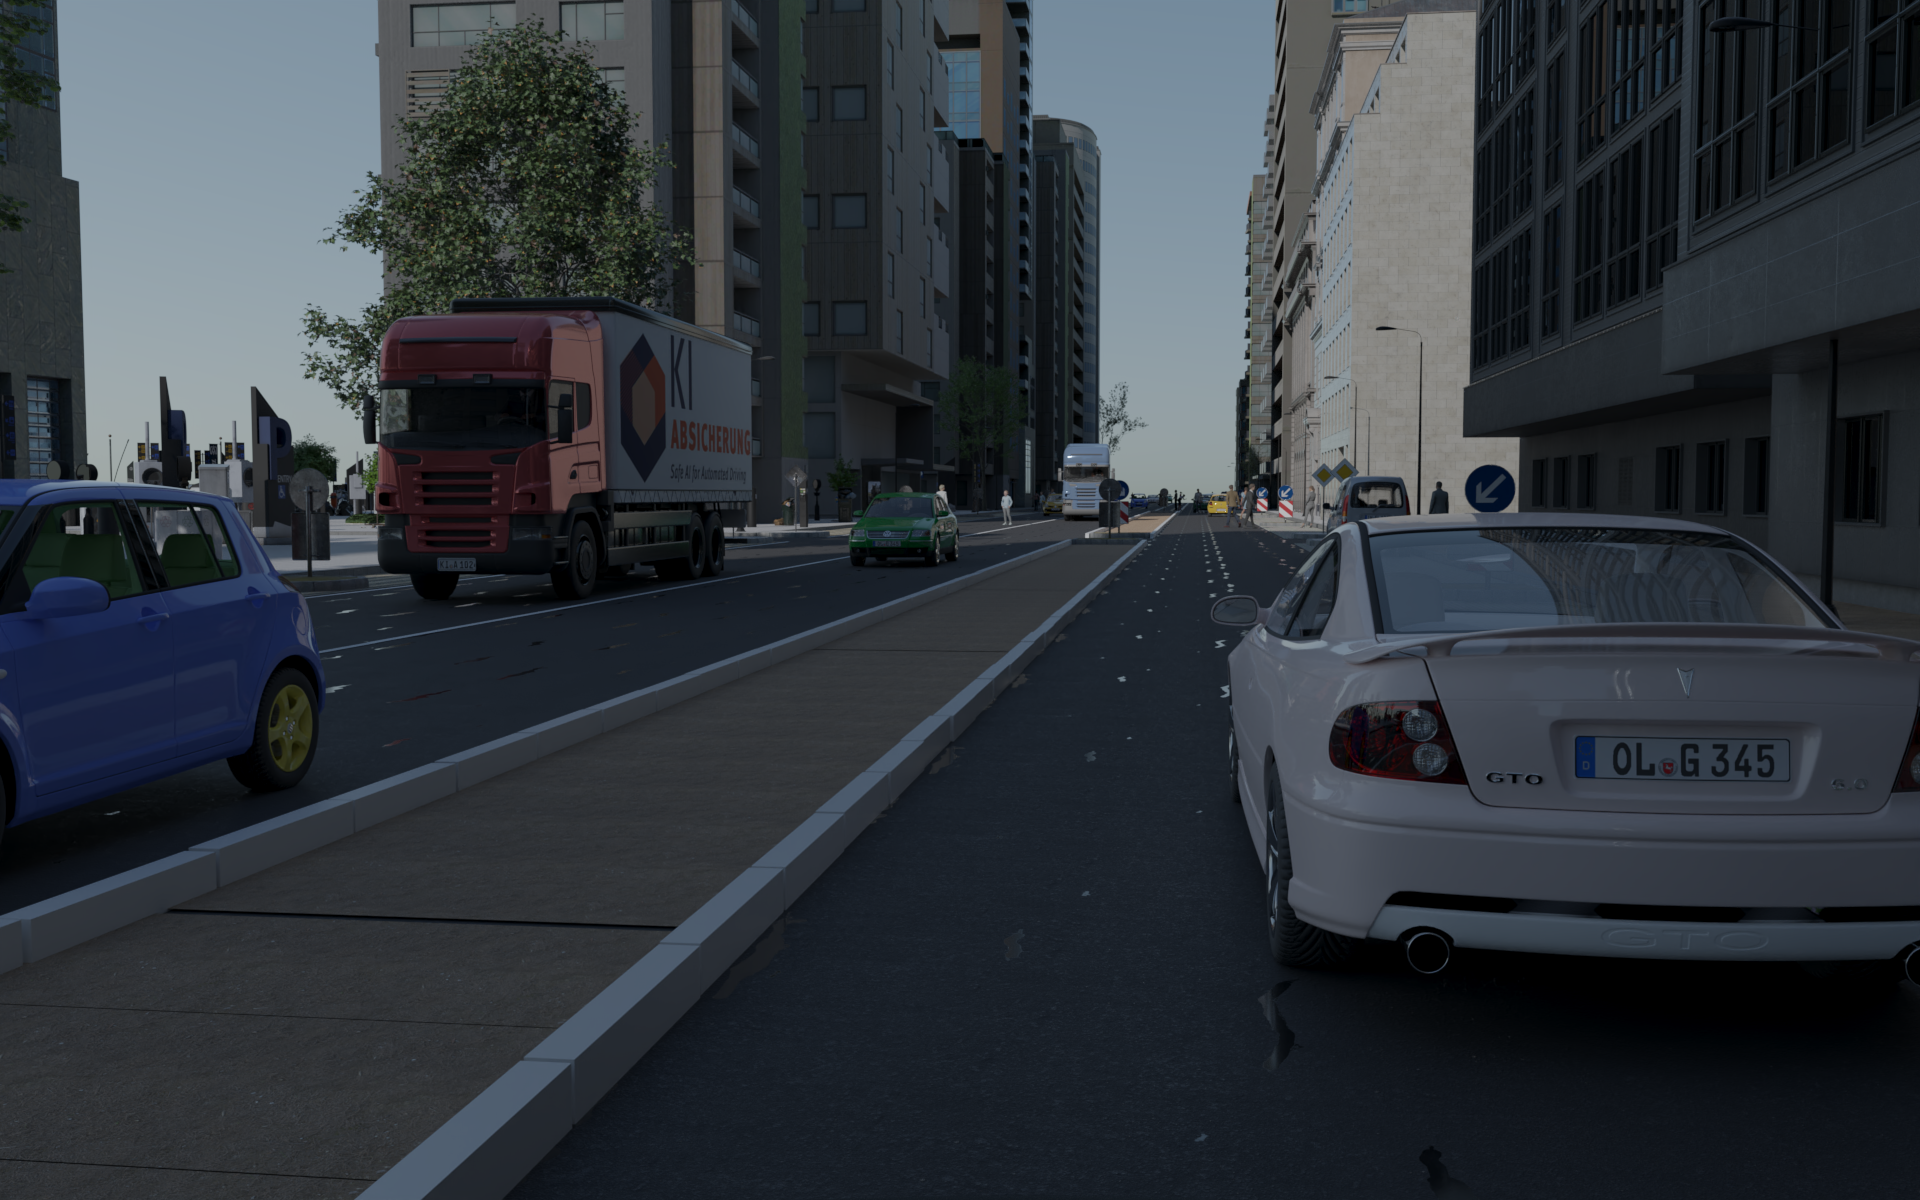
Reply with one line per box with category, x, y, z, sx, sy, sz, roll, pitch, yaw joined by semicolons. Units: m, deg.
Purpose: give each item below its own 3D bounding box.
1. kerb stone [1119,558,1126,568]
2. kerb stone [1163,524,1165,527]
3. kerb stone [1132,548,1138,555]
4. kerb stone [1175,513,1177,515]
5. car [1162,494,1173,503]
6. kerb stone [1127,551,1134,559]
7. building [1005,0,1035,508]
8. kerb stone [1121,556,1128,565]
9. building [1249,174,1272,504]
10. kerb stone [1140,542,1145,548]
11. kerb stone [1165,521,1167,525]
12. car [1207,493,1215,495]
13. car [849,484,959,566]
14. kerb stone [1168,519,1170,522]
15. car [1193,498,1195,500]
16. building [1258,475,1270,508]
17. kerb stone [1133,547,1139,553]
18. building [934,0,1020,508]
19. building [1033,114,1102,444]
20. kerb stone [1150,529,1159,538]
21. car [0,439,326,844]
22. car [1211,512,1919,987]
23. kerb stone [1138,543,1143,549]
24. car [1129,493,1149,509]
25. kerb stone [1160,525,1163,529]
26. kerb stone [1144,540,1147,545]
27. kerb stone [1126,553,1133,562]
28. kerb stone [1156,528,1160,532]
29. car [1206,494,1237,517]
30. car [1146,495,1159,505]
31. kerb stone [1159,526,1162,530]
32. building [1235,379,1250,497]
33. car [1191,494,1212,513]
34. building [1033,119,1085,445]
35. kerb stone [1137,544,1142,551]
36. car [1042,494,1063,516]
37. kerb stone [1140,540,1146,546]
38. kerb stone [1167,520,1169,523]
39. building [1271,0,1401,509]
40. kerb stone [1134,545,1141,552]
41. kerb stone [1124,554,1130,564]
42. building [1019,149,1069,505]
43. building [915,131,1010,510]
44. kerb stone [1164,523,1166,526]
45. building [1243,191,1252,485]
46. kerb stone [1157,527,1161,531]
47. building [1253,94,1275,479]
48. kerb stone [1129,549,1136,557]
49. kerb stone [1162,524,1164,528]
kerb stone;3.026;-0.654;32.889;0.120;0.150;1.000;0;4;8
kerb stone;7.986;-2.865;69.050;0.120;0.150;1.000;0;4;8
kerb stone;3.863;-1.028;39.000;0.120;0.150;1.000;0;4;8
kerb stone;12.989;-5.100;105.579;0.120;0.150;1.000;0;4;8
car;33.722;-16.712;282.032;1.959;1.807;4.718;0;4;7
kerb stone;3.589;-0.903;36.959;0.120;0.150;1.000;0;4;8
building;-2.841;-52.900;177.587;22.319;86.520;31.000;0;4;8
kerb stone;3.170;-0.717;33.915;0.120;0.150;1.000;0;4;8
building;44.452;-32.994;223.042;14.154;41.232;14.086;0;4;8
kerb stone;4.570;-1.335;44.102;0.120;0.150;1.000;0;4;8
kerb stone;8.813;-3.238;75.140;0.120;0.150;1.000;0;4;8
car;24.605;-9.804;169.879;1.945;1.707;3.694;0;4;6
car;-1.111;-1.650;35.767;1.959;1.807;4.718;0;4;7
kerb stone;9.659;-3.610;81.216;0.120;0.150;1.000;0;4;8
car;30.910;-12.826;222.285;1.945;1.354;3.894;1;4;9
building;44.481;-28.701;161.149;32.217;40.220;23.993;0;4;8
kerb stone;4.002;-1.084;40.016;0.120;0.150;1.000;0;4;8
building;-2.269;-30.905;155.409;14.600;45.320;14.200;0;4;8
building;10.489;-44.479;269.224;21.231;58.520;28.212;0;4;8
kerb stone;6.732;-2.301;59.924;0.120;0.150;1.000;0;4;8
car;-4.221;0.144;7.235;1.945;1.707;3.694;0;4;7
car;2.014;0.356;6.534;2.083;1.381;4.827;0;4;6
kerb stone;4.426;-1.269;43.090;0.120;0.150;1.000;0;4;8
car;17.606;-9.820;170.154;1.945;1.707;3.694;0;4;6
kerb stone;7.436;-2.618;64.998;0.120;0.150;1.000;0;4;8
kerb stone;4.846;-1.461;46.128;0.120;0.150;1.000;0;4;8
kerb stone;3.452;-0.841;35.946;0.120;0.150;1.000;0;4;8
kerb stone;6.878;-2.369;60.936;0.120;0.150;1.000;0;4;8
car;16.693;-6.132;110.485;2.015;1.641;3.980;1;4;9
car;25.870;-13.440;232.101;2.083;1.381;4.827;1;4;8
kerb stone;7.292;-2.555;63.977;0.120;0.150;1.000;0;4;8
building;57.655;-26.153;272.644;27.650;21.520;28.899;0;4;8
car;19.043;-7.515;134.671;2.131;1.459;4.920;0;4;7
building;5.032;-37.004;228.709;21.300;48.544;21.600;0;4;8
kerb stone;4.285;-1.215;42.062;0.120;0.150;1.000;0;4;8
car;6.388;-6.303;113.285;2.015;1.641;3.980;0;4;7
kerb stone;4.700;-1.402;45.116;0.120;0.150;1.000;0;4;8
kerb stone;9.235;-3.424;78.180;0.120;0.150;1.000;0;4;8
building;36.397;-31.519;139.033;21.300;48.544;21.600;0;4;8
kerb stone;4.147;-1.152;41.035;0.120;0.150;1.000;0;4;8
kerb stone;3.305;-0.779;34.935;0.120;0.150;1.000;0;4;8
building;5.041;-31.621;200.603;14.154;41.232;14.086;0;4;8
building;-3.662;-22.600;141.218;14.160;30.474;14.107;0;4;8
kerb stone;8.269;-2.990;71.074;0.120;0.150;1.000;0;4;8
building;51.332;-36.029;243.700;22.147;44.769;28.867;0;4;8
kerb stone;7.012;-2.431;61.949;0.120;0.150;1.000;0;4;8
building;44.408;-34.795;188.506;23.786;49.044;30.456;0;4;8
kerb stone;3.729;-0.965;37.986;0.120;0.150;1.000;0;4;8
kerb stone;7.847;-2.801;68.038;0.120;0.150;1.000;0;4;8
